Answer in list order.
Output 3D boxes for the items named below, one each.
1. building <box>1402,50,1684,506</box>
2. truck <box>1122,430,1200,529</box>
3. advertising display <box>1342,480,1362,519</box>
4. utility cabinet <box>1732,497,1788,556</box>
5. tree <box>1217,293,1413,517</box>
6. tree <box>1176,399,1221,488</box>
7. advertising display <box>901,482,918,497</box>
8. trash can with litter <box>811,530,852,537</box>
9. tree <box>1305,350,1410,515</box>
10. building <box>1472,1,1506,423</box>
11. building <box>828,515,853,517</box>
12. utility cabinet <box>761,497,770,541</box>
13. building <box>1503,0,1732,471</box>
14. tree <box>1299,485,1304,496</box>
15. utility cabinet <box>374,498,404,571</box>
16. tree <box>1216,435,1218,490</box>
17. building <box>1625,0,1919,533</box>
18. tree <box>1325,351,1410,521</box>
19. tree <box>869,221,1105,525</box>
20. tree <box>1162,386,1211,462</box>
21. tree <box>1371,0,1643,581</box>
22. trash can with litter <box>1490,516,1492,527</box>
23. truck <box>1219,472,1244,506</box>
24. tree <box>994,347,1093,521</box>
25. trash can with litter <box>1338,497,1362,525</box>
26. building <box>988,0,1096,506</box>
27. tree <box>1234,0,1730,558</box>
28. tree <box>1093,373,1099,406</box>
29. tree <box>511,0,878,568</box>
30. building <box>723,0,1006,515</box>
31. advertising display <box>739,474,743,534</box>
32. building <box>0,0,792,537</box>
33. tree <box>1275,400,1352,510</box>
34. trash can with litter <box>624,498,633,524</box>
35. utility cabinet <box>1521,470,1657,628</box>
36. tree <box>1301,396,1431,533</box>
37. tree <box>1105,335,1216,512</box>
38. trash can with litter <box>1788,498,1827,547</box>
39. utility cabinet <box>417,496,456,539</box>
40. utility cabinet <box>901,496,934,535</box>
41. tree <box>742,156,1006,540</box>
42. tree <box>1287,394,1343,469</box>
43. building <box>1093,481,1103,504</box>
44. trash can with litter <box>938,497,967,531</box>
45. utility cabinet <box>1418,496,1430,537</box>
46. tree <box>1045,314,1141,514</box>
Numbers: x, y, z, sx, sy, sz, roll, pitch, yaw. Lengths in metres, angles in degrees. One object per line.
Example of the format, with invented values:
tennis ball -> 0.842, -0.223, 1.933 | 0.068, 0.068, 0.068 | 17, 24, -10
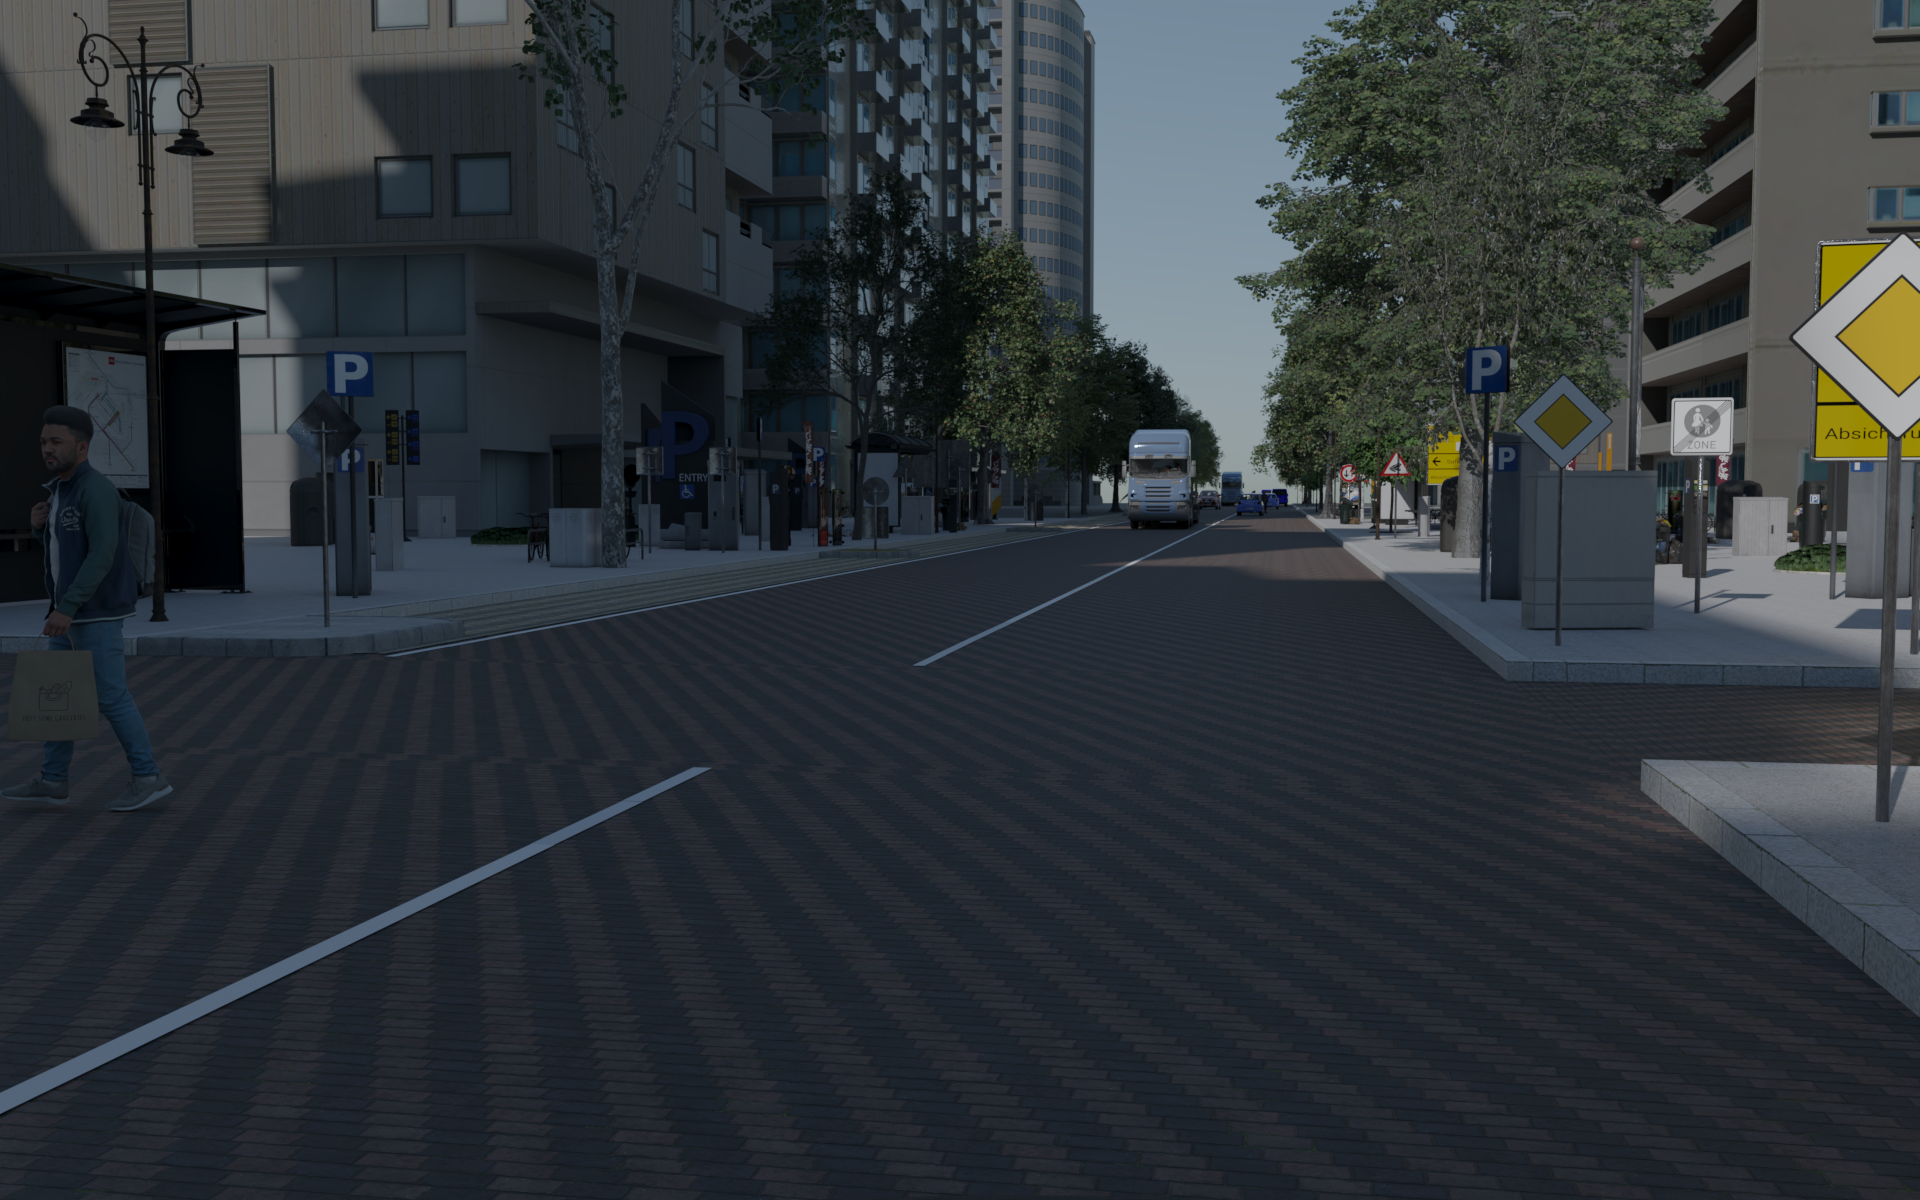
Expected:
building -> 66.436, -37.500, 202.365 | 28.713, 52.752, 27.495 | 1, 4, 10
truck -> 9.380, -5.411, 78.233 | 2.967, 4.110, 18.799 | 1, 4, 9
advertising display -> 17.508, -4.419, 77.466 | 0.123, 1.923, 0.974 | -3, 5, -42
utility cabinet -> 16.559, -1.509, 35.842 | 1.020, 1.237, 0.306 | 0, 4, -1
tree -> 20.454, -10.899, 95.212 | 9.611, 12.733, 9.660 | 0, 3, 0
tree -> 26.125, -17.675, 207.108 | 7.486, 12.596, 7.792 | 0, 3, 0
advertising display -> -2.700, -5.298, 91.829 | 0.974, 1.923, 0.123 | -1, 4, -18
trash can with litter -> -3.706, -2.549, 52.733 | 1.678, 1.210, 2.233 | -1, 4, -9
tree -> 23.604, -11.031, 106.109 | 9.928, 11.665, 9.643 | 0, 3, 0
building -> 51.440, -31.349, 132.169 | 23.786, 49.044, 30.456 | 1, 4, 10
building -> -14.292, -29.949, 109.267 | 23.786, 49.044, 30.456 | 1, 4, 10
utility cabinet -> -5.238, -2.217, 47.406 | 0.306, 1.237, 1.020 | 0, 4, 2
building -> 42.003, -26.170, 111.476 | 14.154, 41.232, 14.086 | 1, 4, 10
tree -> 47.689, -17.667, 239.214 | 4.737, 8.622, 4.395 | 0, 3, 0
utility cabinet -> -9.643, -1.106, 29.247 | 0.306, 1.237, 1.020 | 0, 4, -8
tree -> 16.290, -14.257, 150.110 | 9.611, 12.733, 9.660 | 0, 3, 0
building -> 38.288, -26.914, 63.739 | 21.300, 48.544, 21.600 | 1, 4, 10
tree -> 19.453, -8.079, 82.460 | 4.737, 8.622, 4.395 | 0, 3, 0
tree -> 0.974, -9.534, 72.884 | 9.611, 12.733, 9.660 | 0, 3, 0
tree -> 21.505, -16.735, 183.990 | 12.009, 13.543, 11.850 | 0, 3, 0
tree -> 7.888, -4.607, 25.692 | 4.360, 8.622, 3.978 | 0, 3, 0
trash can with litter -> 7.758, -0.809, 24.615 | 0.624, 1.170, 1.055 | 0, 4, 7
truck -> 33.690, -13.648, 212.902 | 2.967, 4.110, 18.799 | 1, 4, 11
tree -> 3.371, -8.098, 82.767 | 4.737, 8.622, 4.395 | 0, 3, 0
trash can with litter -> 16.493, -3.774, 73.093 | 0.624, 1.170, 1.055 | -3, 4, -39
building -> 3.588, -40.293, 200.789 | 21.231, 58.520, 28.212 | 1, 4, 10
tree -> 10.192, -7.827, 34.633 | 9.857, 13.997, 8.962 | 0, 3, 0
tree -> 5.796, -8.939, 96.508 | 4.737, 8.622, 4.395 | 0, 3, 0
tree -> -5.025, -10.559, 28.536 | 12.611, 20.169, 13.585 | 0, 3, 0
building -> -9.299, -31.791, 139.390 | 23.786, 49.044, 30.456 | 1, 4, 10
advertising display -> -6.761, -3.064, 55.306 | 0.123, 1.923, 0.974 | -2, 4, -34
building -> -23.006, -29.037, 63.991 | 28.713, 52.752, 27.495 | 1, 4, 10
tree -> 30.027, -13.806, 143.853 | 7.486, 12.596, 7.792 | 0, 3, 0
trash can with litter -> -10.111, -2.393, 50.519 | 1.055, 1.170, 0.624 | -3, 5, -44
utility cabinet -> 5.959, -0.474, 16.432 | 1.173, 1.500, 0.318 | 0, 4, -5
tree -> 14.298, -4.507, 57.409 | 4.285, 4.588, 4.351 | 0, 3, 0
tree -> 11.345, -12.705, 124.739 | 9.611, 12.733, 9.660 | 0, 3, 0
trash can with litter -> 19.845, -1.785, 40.572 | 0.624, 1.170, 1.055 | 1, 4, 22
utility cabinet -> -15.014, -2.358, 49.714 | 1.020, 1.237, 0.306 | -2, 4, -24
utility cabinet -> -1.334, -2.652, 54.518 | 1.020, 1.237, 0.306 | 1, 4, 22
tree -> -2.560, -6.939, 47.863 | 7.601, 10.594, 8.767 | 1, 4, 20
tree -> 27.938, -12.062, 131.622 | 7.601, 10.594, 8.767 | 3, 5, 41
building -> 2.152, -32.800, 228.165 | 32.217, 40.220, 23.993 | 1, 4, 10
trash can with litter -> -0.267, -3.011, 60.613 | 0.624, 1.170, 1.055 | 3, 5, 42
utility cabinet -> 14.050, -2.526, 52.462 | 0.306, 1.237, 1.020 | 1, 4, 19
tree -> 7.745, -11.661, 108.790 | 7.486, 12.596, 7.792 | 0, 3, 0
